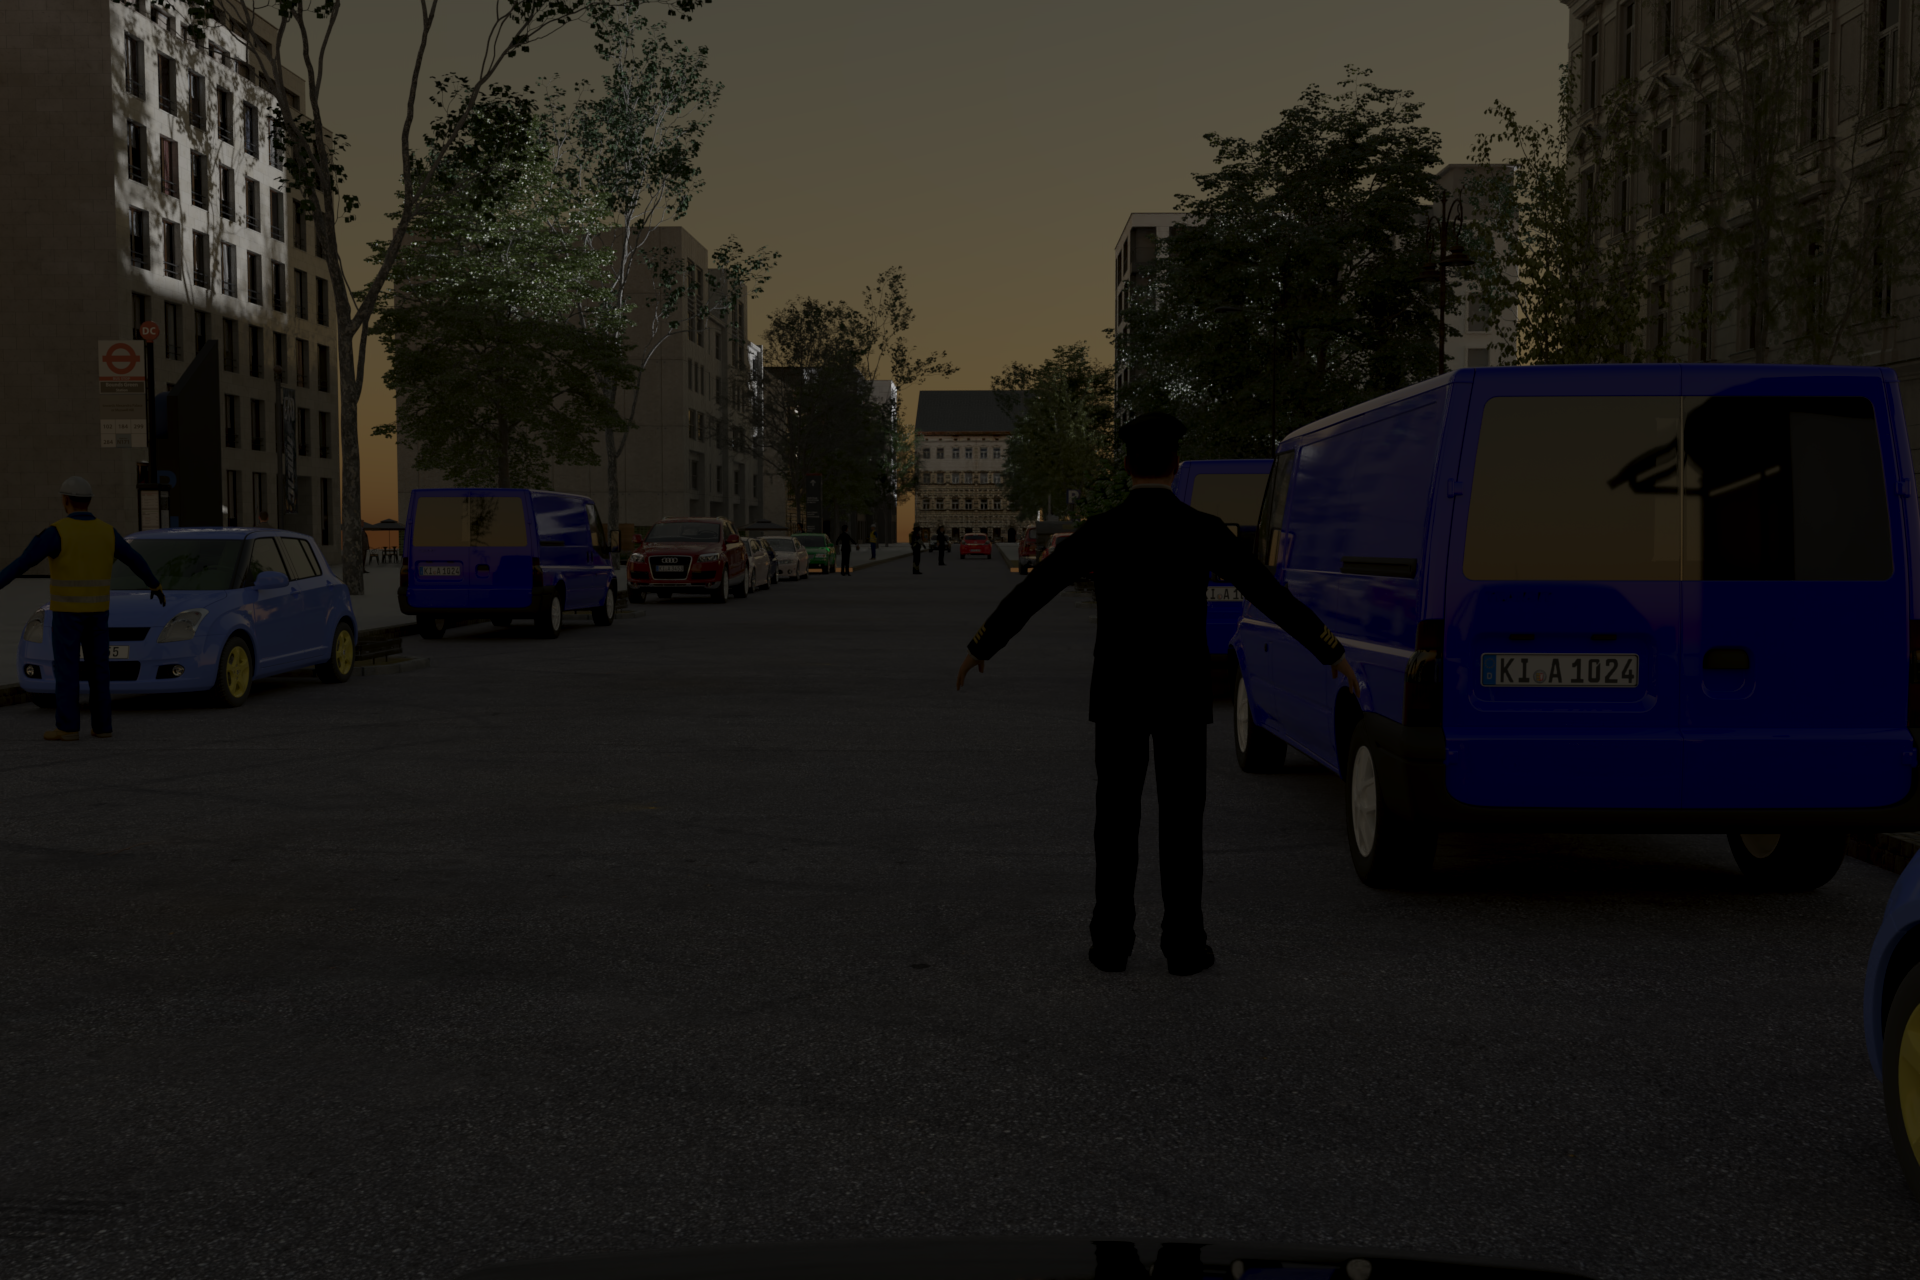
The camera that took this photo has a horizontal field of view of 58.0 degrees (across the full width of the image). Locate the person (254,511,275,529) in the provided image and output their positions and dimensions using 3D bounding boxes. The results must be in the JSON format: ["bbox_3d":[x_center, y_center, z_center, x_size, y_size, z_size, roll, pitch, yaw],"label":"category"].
[{"bbox_3d":[-14.400,-1.783,35.722,0.617,1.759,0.750,-3,4,-37],"label":"person"}]

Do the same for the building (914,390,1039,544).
[{"bbox_3d":[2.911,-26.251,262.596,18.063,23.208,19.493,0,4,3],"label":"building"}]

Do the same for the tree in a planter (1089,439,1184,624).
[{"bbox_3d":[3.111,-1.893,28.171,1.991,3.239,1.994,0,4,2],"label":"tree in a planter"}]

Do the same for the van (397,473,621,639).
[{"bbox_3d":[-6.408,-1.280,25.317,2.240,2.365,5.245,0,4,1],"label":"van"}]

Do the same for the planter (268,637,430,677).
[{"bbox_3d":[-6.747,0.174,18.299,1.991,0.319,1.994,0,4,2],"label":"planter"}]

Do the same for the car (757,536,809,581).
[{"bbox_3d":[-5.815,-2.561,54.238,2.083,1.381,4.827,0,4,1],"label":"car"}]

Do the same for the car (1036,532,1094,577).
[{"bbox_3d":[3.284,-2.492,49.791,2.155,1.783,4.494,0,4,1],"label":"car"}]

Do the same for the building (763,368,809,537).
[{"bbox_3d":[-27.035,-21.904,189.057,19.493,23.208,18.063,0,4,2],"label":"building"}]

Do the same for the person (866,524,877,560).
[{"bbox_3d":[-4.407,-4.889,86.401,0.721,1.772,1.216,-2,4,-24],"label":"person"}]

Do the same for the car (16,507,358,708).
[{"bbox_3d":[-6.769,-0.355,15.398,1.945,1.707,3.694,0,4,1],"label":"car"}]

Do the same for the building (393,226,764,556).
[{"bbox_3d":[-23.804,-15.250,115.791,16.747,18.905,31.486,0,4,2],"label":"building"}]

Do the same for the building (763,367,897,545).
[{"bbox_3d":[-23.000,-23.463,227.587,27.936,21.610,32.646,0,4,1],"label":"building"}]

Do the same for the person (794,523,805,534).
[{"bbox_3d":[-7.858,-4.801,84.647,1.345,1.843,0.704,2,4,33],"label":"person"}]

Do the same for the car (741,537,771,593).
[{"bbox_3d":[-5.867,-1.897,43.383,2.083,1.381,4.827,0,4,1],"label":"car"}]

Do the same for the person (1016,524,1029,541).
[{"bbox_3d":[3.676,-5.298,92.803,1.347,1.806,0.705,-1,4,-9],"label":"person"}]

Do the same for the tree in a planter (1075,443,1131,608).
[{"bbox_3d":[3.270,-2.255,34.094,1.991,3.239,1.994,0,4,2],"label":"tree in a planter"}]

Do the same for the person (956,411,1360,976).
[{"bbox_3d":[0.632,0.164,5.711,1.347,1.837,0.705,1,4,11],"label":"person"}]

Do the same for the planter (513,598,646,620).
[{"bbox_3d":[-6.517,-0.537,29.926,1.991,0.319,1.994,0,4,1],"label":"planter"}]

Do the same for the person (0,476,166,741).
[{"bbox_3d":[-6.171,-0.226,12.118,0.705,1.833,1.349,3,4,37],"label":"person"}]

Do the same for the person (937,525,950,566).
[{"bbox_3d":[-0.812,-4.306,78.803,0.705,1.837,1.347,1,4,22],"label":"person"}]

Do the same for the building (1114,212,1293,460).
[{"bbox_3d":[25.039,-17.281,126.519,27.936,21.610,32.646,0,4,1],"label":"building"}]

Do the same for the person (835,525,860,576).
[{"bbox_3d":[-3.863,-3.064,59.281,1.216,1.740,0.721,3,5,44],"label":"person"}]

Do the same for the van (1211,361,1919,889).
[{"bbox_3d":[2.586,-0.261,8.649,2.240,2.365,5.245,0,4,0],"label":"van"}]

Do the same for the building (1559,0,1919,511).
[{"bbox_3d":[27.489,-15.840,35.401,17.030,29.872,44.131,0,4,1],"label":"building"}]

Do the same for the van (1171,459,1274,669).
[{"bbox_3d":[2.625,-0.743,16.528,2.240,2.365,5.245,0,4,0],"label":"van"}]

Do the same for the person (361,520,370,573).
[{"bbox_3d":[-19.490,-3.055,56.538,0.434,1.755,0.990,0,4,1],"label":"person"}]

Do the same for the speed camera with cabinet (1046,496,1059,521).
[{"bbox_3d":[4.553,-5.507,84.374,0.660,3.252,2.038,0,4,2],"label":"speed camera with cabinet"}]

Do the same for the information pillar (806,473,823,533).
[{"bbox_3d":[-6.237,-5.185,74.149,0.750,3.857,0.750,0,4,2],"label":"information pillar"}]

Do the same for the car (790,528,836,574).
[{"bbox_3d":[-5.519,-3.317,63.035,1.959,1.807,4.718,0,4,1],"label":"car"}]

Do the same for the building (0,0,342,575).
[{"bbox_3d":[-29.192,-12.483,57.984,10.420,20.400,16.860,0,4,1],"label":"building"}]

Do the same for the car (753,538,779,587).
[{"bbox_3d":[-6.123,-2.198,48.512,1.945,1.354,3.894,0,4,1],"label":"car"}]

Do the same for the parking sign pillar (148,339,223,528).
[{"bbox_3d":[-10.470,-2.139,23.442,1.447,3.967,1.447,0,4,0],"label":"parking sign pillar"}]

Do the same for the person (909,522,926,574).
[{"bbox_3d":[-1.520,-3.266,61.634,0.705,1.856,1.354,-1,4,-20],"label":"person"}]

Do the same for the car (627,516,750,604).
[{"bbox_3d":[-5.808,-1.759,37.425,2.281,1.827,5.304,0,4,1],"label":"car"}]

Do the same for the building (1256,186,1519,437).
[{"bbox_3d":[22.467,-14.947,100.805,16.016,20.090,11.380,0,4,1],"label":"building"}]

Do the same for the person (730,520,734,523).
[{"bbox_3d":[-9.540,-4.061,72.164,0.705,1.858,1.354,0,4,-8],"label":"person"}]

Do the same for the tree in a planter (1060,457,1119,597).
[{"bbox_3d":[3.329,-2.627,40.175,1.991,3.239,1.994,0,4,1],"label":"tree in a planter"}]
